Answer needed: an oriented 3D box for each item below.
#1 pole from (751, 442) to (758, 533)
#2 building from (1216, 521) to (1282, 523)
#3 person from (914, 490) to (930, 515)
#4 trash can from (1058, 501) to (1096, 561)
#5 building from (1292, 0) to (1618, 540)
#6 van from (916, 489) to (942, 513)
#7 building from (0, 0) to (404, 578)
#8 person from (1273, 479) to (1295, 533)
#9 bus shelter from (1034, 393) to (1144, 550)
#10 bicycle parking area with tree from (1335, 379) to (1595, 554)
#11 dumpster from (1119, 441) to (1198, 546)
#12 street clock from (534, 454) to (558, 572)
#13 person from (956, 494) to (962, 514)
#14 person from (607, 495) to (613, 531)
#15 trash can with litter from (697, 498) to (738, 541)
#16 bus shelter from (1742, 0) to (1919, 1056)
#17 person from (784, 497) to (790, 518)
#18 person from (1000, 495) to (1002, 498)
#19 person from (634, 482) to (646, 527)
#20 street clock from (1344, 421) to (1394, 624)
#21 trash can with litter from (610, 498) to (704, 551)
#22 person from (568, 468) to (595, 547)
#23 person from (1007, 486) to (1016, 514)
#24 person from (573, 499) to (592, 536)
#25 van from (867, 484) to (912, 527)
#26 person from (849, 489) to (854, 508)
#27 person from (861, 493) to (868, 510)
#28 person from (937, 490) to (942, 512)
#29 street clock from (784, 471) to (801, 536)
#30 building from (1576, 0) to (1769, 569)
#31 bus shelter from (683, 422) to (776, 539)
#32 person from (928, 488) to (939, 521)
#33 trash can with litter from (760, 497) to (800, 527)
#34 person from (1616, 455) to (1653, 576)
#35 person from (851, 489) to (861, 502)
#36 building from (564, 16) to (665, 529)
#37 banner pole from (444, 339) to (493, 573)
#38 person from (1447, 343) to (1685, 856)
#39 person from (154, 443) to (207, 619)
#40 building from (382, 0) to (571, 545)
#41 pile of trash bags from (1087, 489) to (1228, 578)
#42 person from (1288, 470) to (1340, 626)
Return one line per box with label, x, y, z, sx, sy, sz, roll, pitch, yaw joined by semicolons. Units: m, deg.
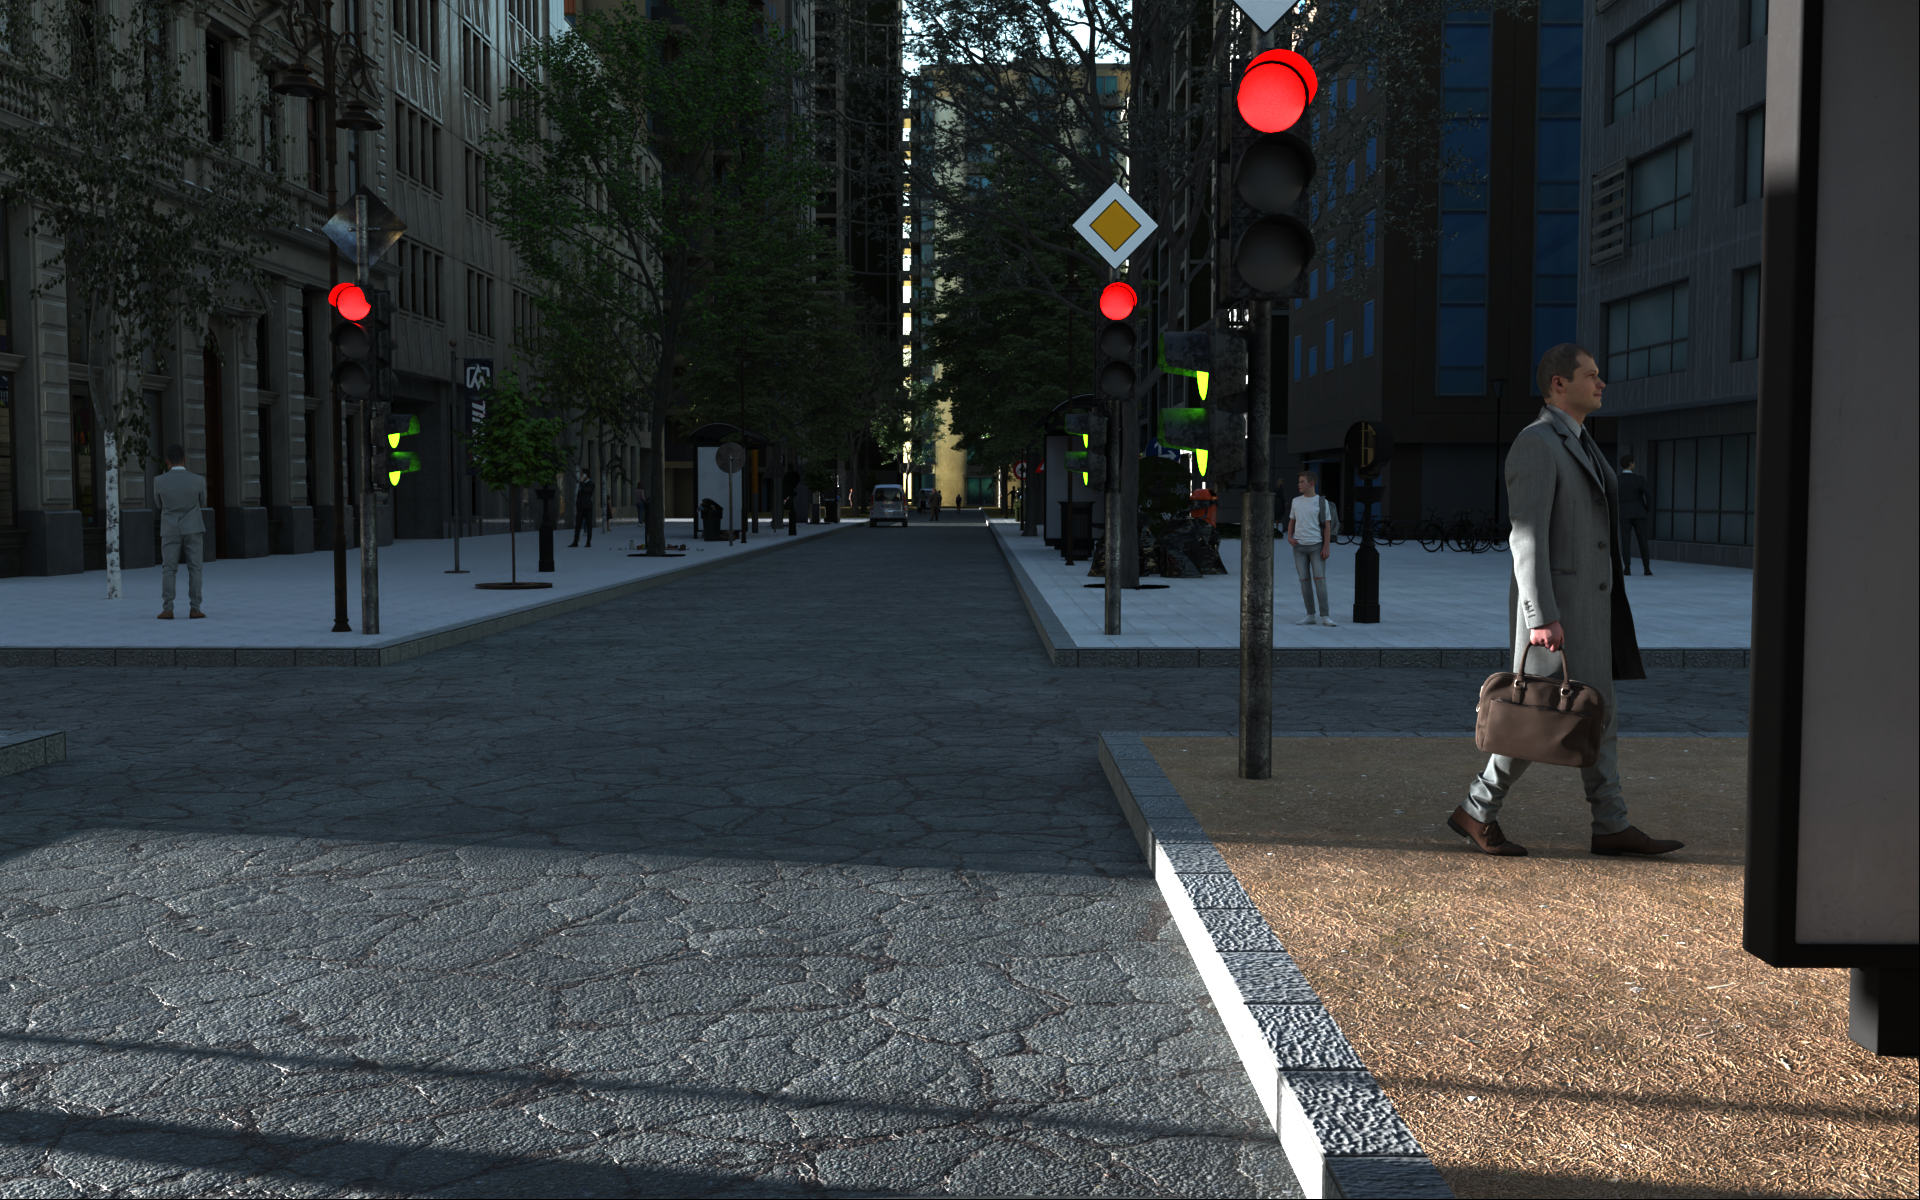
pole;-6.729;-3.850;56.785;0.158;3.312;0.155;0;3;0
building;20.932;-39.126;77.966;20.563;71.187;20.611;0;4;0
person;-2.534;-6.739;119.473;1.217;1.735;0.721;0;4;1
trash can;2.255;-1.336;33.505;0.748;1.137;0.748;0;3;0
building;18.525;-24.667;53.415;14.600;45.320;14.200;0;4;0
van;-2.413;-7.740;133.568;2.013;2.044;4.112;0;4;2
building;-18.917;-12.479;32.904;11.050;23.489;19.941;0;4;0
person;10.776;-3.162;57.964;0.699;1.804;1.509;0;4;2
bus shelter;2.691;-2.659;37.396;2.014;3.302;5.546;0;4;1
bicycle parking area with tree;13.494;-3.280;40.626;9.016;4.147;8.231;0;4;8
dumpster;3.601;-1.831;32.432;1.502;2.255;1.985;0;4;0
street clock;-6.825;-1.466;28.533;0.358;2.002;0.471;-3;5;-44
person;-0.090;-7.034;126.730;0.421;1.427;0.697;0;4;-5
person;-12.081;-2.979;59.425;0.362;1.253;0.373;3;5;44
trash can with litter;-6.612;-2.195;47.275;0.624;1.170;1.055;3;5;44
bus shelter;2.602;-0.458;1.410;2.014;3.302;5.546;0;4;0
person;-8.703;-4.994;87.913;1.509;1.804;0.699;1;4;11
person;3.999;-9.333;158.622;0.705;1.826;1.348;-2;4;-24
person;-12.481;-3.728;67.592;0.593;1.750;0.643;2;4;29
street clock;4.052;-0.773;17.210;0.358;2.002;0.471;-2;4;-32
trash can with litter;-6.839;-1.748;39.632;2.233;1.210;1.678;3;4;39
person;-9.109;-2.227;41.816;0.648;1.900;0.474;2;4;30
person;3.522;-6.539;112.976;1.348;1.822;0.705;-1;4;-10
person;-11.470;-2.814;52.717;0.598;1.740;0.731;-2;4;-24
van;-3.120;-4.233;76.220;2.013;2.044;4.112;0;4;-1
person;-9.972;-9.319;158.961;0.434;1.755;0.990;0;4;6
person;-7.543;-7.936;137.266;0.593;1.643;0.415;-1;4;-13
person;-1.586;-8.093;141.608;0.721;1.735;1.217;0;4;6
street clock;-5.194;-3.002;53.650;0.471;2.002;0.358;-2;4;-32
building;19.518;-21.054;27.829;14.086;41.232;14.154;0;4;0
bus shelter;-6.811;-3.535;51.725;2.014;3.302;5.546;0;4;0
person;-1.438;-5.144;93.159;0.434;1.755;0.990;3;5;40
trash can with litter;-7.050;-3.452;67.494;1.678;1.210;2.233;-1;4;-12
person;10.620;-1.344;27.379;0.648;1.900;0.474;1;4;23
person;-8.284;-8.107;139.305;1.217;1.735;0.721;2;4;28
building;-18.986;-13.271;71.728;10.420;20.320;16.860;0;4;0
banner pole;-7.956;-2.330;28.111;0.863;3.779;0.401;0;4;-8
person;2.146;0.003;6.100;0.767;1.812;0.694;2;4;32
person;-8.055;-0.714;17.904;0.511;1.800;0.466;-3;4;-36
building;-20.315;-14.358;52.774;12.078;24.808;19.932;0;4;0
pile of trash bags;3.450;-1.115;27.989;1.912;1.369;3.447;2;4;27
person;3.470;-0.509;16.958;0.503;1.515;0.523;0;4;3
